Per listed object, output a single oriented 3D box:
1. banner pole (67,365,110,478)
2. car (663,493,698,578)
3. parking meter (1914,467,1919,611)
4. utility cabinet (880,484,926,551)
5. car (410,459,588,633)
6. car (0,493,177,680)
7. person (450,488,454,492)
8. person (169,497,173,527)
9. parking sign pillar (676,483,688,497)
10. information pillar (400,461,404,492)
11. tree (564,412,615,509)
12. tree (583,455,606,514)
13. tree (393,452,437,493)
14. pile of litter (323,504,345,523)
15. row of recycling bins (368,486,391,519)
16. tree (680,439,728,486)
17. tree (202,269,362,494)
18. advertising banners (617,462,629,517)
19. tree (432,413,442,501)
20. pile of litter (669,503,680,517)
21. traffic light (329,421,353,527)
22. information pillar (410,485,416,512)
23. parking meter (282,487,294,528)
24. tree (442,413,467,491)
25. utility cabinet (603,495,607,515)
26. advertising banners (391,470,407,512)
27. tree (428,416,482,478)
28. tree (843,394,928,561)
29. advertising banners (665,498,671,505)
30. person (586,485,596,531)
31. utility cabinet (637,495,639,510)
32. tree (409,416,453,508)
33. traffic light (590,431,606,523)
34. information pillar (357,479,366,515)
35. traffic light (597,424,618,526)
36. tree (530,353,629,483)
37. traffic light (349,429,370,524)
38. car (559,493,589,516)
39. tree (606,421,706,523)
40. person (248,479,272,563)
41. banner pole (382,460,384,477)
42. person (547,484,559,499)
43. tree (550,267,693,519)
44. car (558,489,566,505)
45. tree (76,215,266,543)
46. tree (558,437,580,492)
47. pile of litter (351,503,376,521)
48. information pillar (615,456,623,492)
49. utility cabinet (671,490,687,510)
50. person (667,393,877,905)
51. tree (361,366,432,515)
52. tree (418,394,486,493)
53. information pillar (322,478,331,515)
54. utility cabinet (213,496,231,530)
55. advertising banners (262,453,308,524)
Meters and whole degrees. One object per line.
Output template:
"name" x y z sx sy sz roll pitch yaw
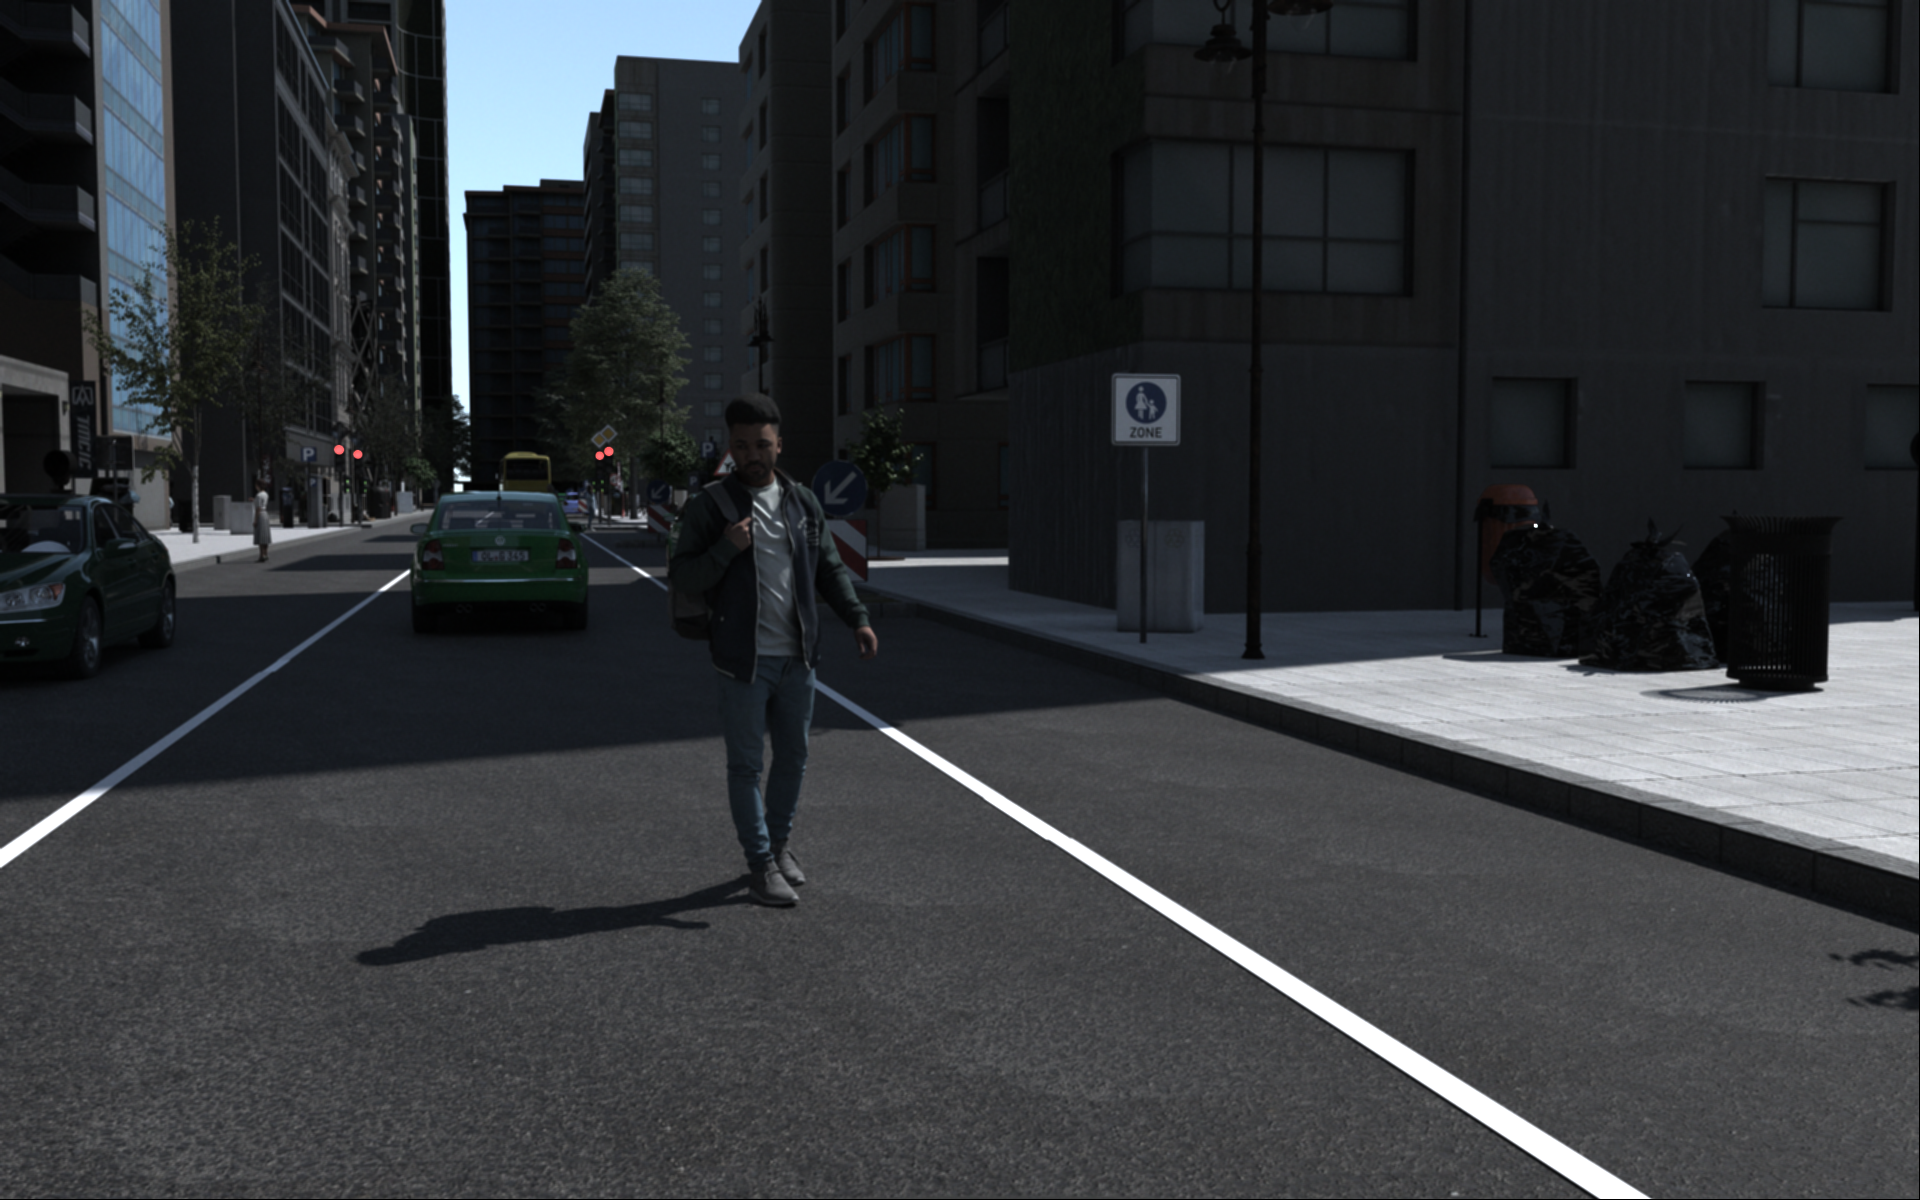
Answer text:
"banner pole" -16.845 -2.671 33.685 0.863 3.779 0.401 -1 4 -18
"car" -3.813 -1.191 28.268 1.959 1.807 4.718 -1 4 -13
"parking meter" 10.645 -0.808 18.918 0.399 1.863 0.255 -3 5 -40
"utility cabinet" -1.287 -1.864 39.160 1.173 1.500 0.318 3 5 44
"car" -5.164 -0.650 19.419 1.959 1.807 4.718 -1 4 -15
"car" -7.962 -0.175 14.656 2.131 1.459 4.920 -1 4 -13
"person" -28.858 -5.470 98.281 0.374 1.781 0.599 2 4 35
"person" -31.036 -3.509 67.686 0.589 1.601 0.330 1 4 18
"parking sign pillar" -19.550 -8.171 122.066 1.447 3.967 1.447 1 4 23
"information pillar" -38.292 -7.803 118.941 0.183 3.616 0.504 0 4 0
"tree" -35.987 -13.076 164.152 4.737 8.622 4.395 0 3 0
"tree" -22.705 -7.841 111.920 4.285 4.588 4.351 0 3 0
"tree" -42.983 -9.357 136.702 4.285 4.588 4.351 0 3 0
"pile of litter" -28.412 -3.877 77.348 1.719 0.858 1.176 0 4 -1
"row of recycling bins" -30.333 -5.097 90.442 1.069 1.692 3.534 -1 4 -14
"tree" -8.580 -4.007 60.117 1.663 3.219 1.824 0 3 0
"tree" -23.072 -6.546 57.383 4.360 8.622 3.978 0 3 0
"advertising banners" -18.667 -6.101 95.933 0.090 3.025 2.074 0 4 6
"tree" -34.629 -9.535 106.264 4.360 8.622 3.978 0 3 0
"pile of litter" -15.904 -5.033 96.260 1.719 0.858 1.176 1 4 9
"traffic light" -23.854 -4.759 66.730 0.839 4.253 0.868 -1 4 -14
"information pillar" -40.260 -7.523 127.494 0.304 2.012 0.304 2 4 34
"parking meter" -25.519 -3.508 65.760 0.372 1.533 0.369 0 3 0
"tree" -46.523 -12.487 154.530 4.360 8.622 3.978 0 3 0
"utility cabinet" -20.843 -5.668 103.838 1.020 1.237 0.306 0 4 7
"advertising banners" -41.304 -7.950 126.177 2.074 3.025 0.090 0 4 -1
"tree" -60.683 -16.677 207.082 7.601 10.594 8.767 0 4 -5
"tree" -1.455 -2.392 33.713 1.663 3.219 1.824 0 3 0
"advertising banners" -24.209 -9.082 144.681 2.074 3.025 0.090 2 4 34
"person" -14.317 -3.567 67.091 0.793 1.790 0.793 -2 4 -32
"utility cabinet" -25.703 -7.681 136.747 0.306 1.237 1.020 -3 5 -41
"tree" -49.241 -12.933 161.814 4.737 8.622 4.395 0 3 0
"traffic light" -16.030 -5.385 76.971 0.839 4.253 0.868 -1 4 -14
"information pillar" -29.773 -4.996 86.184 0.304 2.012 0.304 0 4 5
"traffic light" -14.058 -4.912 69.233 0.839 4.253 0.868 -1 4 -14
"tree" -33.192 -15.093 153.429 9.857 13.997 8.962 0 3 0
"traffic light" -25.825 -5.232 74.469 0.839 4.253 0.868 -1 4 -14
"car" -23.503 -5.891 105.905 1.945 1.707 3.694 -1 4 -15
"tree" -13.022 -5.788 78.348 4.285 4.588 4.351 0 3 0
"person" -14.738 -1.668 36.338 0.524 1.755 0.480 0 4 1
"banner pole" -42.743 -8.460 128.343 0.401 3.779 0.863 -2 4 -29
"person" -14.598 -3.254 61.882 0.537 1.800 0.526 0 4 6
"tree" -16.810 -10.326 86.962 7.486 12.596 7.792 0 3 0
"car" -31.564 -7.851 137.165 1.959 1.807 4.718 -1 4 -14
"tree" -20.253 -5.798 45.160 4.737 8.622 4.395 0 3 0
"tree" -41.442 -14.354 185.041 4.360 8.622 3.978 0 3 0
"pile of litter" -28.387 -4.184 82.366 1.176 0.858 1.719 -1 4 -16
"information pillar" -21.186 -7.105 107.518 0.504 3.616 0.183 2 4 24
"utility cabinet" -16.520 -5.706 101.978 1.173 1.500 0.318 3 5 44
"person" -0.703 0.166 6.140 0.623 1.781 0.721 -3 5 -43
"tree" -32.562 -9.016 97.778 4.360 8.622 3.978 0 3 0
"tree" -57.581 -16.981 195.762 7.486 12.596 7.792 0 3 0
"information pillar" -28.797 -4.538 78.686 0.304 2.012 0.304 0 4 6
"utility cabinet" -26.389 -3.106 61.944 0.306 1.237 1.020 -3 5 -42
"advertising banners" -29.148 -4.814 74.893 2.074 3.025 0.090 -1 4 -20
